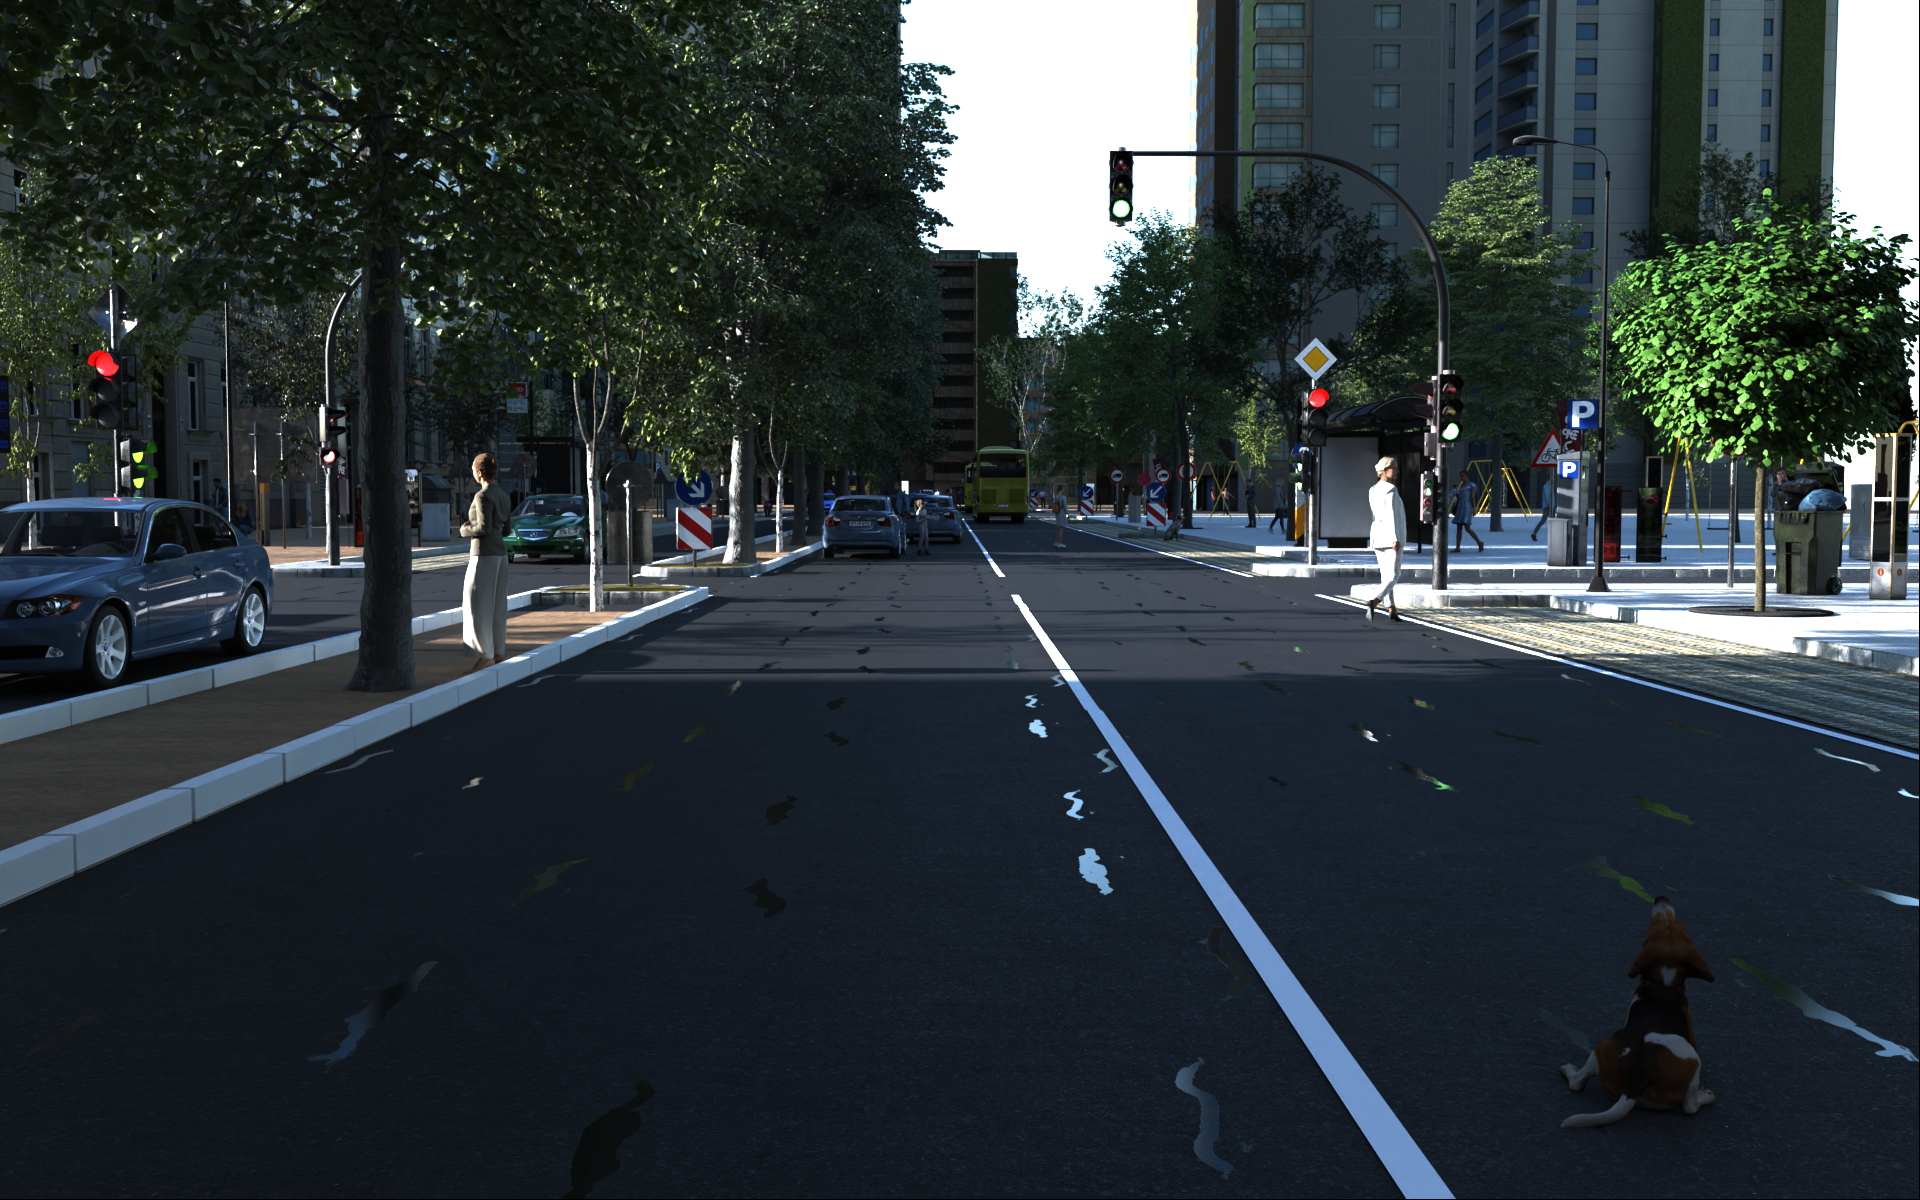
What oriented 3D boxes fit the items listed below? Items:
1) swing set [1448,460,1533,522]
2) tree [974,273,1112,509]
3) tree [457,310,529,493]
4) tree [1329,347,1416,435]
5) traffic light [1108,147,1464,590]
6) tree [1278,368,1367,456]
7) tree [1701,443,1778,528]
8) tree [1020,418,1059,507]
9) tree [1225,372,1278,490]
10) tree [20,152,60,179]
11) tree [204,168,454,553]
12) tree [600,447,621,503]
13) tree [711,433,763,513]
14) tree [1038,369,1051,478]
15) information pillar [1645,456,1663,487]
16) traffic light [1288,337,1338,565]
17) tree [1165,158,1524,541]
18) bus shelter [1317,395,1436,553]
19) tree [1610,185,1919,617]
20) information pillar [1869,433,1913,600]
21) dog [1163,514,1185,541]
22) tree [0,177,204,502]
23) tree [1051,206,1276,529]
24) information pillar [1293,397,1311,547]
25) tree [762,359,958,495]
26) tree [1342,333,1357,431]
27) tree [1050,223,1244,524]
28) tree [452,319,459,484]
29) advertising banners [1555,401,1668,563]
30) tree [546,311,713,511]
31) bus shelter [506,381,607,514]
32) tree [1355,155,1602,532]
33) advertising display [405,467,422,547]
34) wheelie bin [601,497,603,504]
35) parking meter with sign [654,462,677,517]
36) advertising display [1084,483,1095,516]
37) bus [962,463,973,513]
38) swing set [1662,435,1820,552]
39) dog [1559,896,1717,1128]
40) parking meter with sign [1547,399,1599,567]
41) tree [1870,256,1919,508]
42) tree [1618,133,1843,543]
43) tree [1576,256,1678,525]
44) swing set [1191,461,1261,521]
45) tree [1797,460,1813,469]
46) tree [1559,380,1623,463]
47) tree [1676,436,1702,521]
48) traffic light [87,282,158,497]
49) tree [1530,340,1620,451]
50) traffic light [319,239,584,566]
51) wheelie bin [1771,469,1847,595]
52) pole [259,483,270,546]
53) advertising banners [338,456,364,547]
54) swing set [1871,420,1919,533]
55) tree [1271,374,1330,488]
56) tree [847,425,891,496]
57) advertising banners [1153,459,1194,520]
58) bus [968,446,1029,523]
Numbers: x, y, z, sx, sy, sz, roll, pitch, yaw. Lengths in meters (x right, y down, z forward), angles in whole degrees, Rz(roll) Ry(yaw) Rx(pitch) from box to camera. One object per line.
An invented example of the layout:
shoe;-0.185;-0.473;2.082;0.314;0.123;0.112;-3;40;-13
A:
swing set;24.291;-5.027;79.813;2.862;2.851;3.119;-1;4;-8
tree;7.294;-17.863;147.945;12.611;20.169;13.585;0;3;0
tree;-19.314;-7.276;69.327;4.360;8.622;3.978;0;3;0
tree;19.231;-7.854;78.770;4.360;8.622;3.978;0;3;0
traffic light;4.319;-2.956;22.993;4.771;5.953;1.251;0;4;0
tree;19.933;-8.691;92.454;4.737;8.622;4.395;0;3;0
tree;30.464;-6.974;64.391;4.360;8.622;3.978;0;3;0
tree;7.897;-13.277;167.441;4.737;8.622;4.395;0;3;0
tree;17.616;-9.348;103.207;4.737;8.622;4.395;0;3;0
tree;-19.655;-5.236;35.975;4.737;8.622;4.395;0;3;0
tree;-13.978;-5.332;37.544;4.360;8.622;3.978;0;3;0
tree;-14.504;-4.698;71.410;1.663;3.219;1.824;0;3;0
tree;-13.998;-11.699;117.032;9.928;11.665;9.643;0;3;0
tree;9.171;-12.759;126.735;7.486;12.596;7.792;0;3;0
information pillar;13.501;-1.788;33.721;0.304;2.012;0.304;1;4;19
traffic light;6.343;-2.582;31.136;0.839;4.253;0.868;0;4;0
tree;9.347;-6.907;47.346;7.601;10.594;8.767;-3;5;-40
bus shelter;9.254;-2.719;38.380;2.014;3.302;5.546;0;4;0
tree;8.726;-2.134;18.612;4.285;4.588;4.351;0;3;0
information pillar;11.320;-1.014;21.073;0.304;2.012;0.304;-2;4;-26
dog;6.401;-2.197;52.758;0.800;0.831;0.513;3;5;39
tree;-20.680;-5.659;42.882;4.737;8.622;4.395;0;3;0
tree;8.227;-8.426;63.522;9.928;11.665;9.643;0;3;0
information pillar;8.388;-3.102;42.078;0.504;3.616;0.183;0;4;-6
tree;-4.885;-10.136;85.192;9.611;12.733;9.660;0;3;0
tree;25.398;-11.203;101.298;7.486;12.596;7.792;0;3;0
tree;8.904;-9.478;73.089;7.486;12.596;7.792;0;3;0
tree;-20.446;-6.833;62.085;4.360;8.622;3.978;0;3;0
advertising banners;12.186;-2.218;32.450;2.074;3.025;0.090;0;4;6
tree;-14.508;-8.750;77.480;8.767;10.594;7.601;0;4;-2
bus shelter;-15.083;-5.308;64.423;2.179;5.291;8.768;0;4;-1
tree;17.945;-8.616;58.993;7.486;12.596;7.792;0;3;0
advertising display;-13.560;-2.260;42.171;0.974;1.923;0.123;1;4;15
wheelie bin;-14.813;-3.765;69.461;0.980;1.594;0.693;-1;4;-10
parking meter with sign;-15.920;-6.051;95.198;1.738;3.016;0.543;1;4;22
advertising display;7.649;-5.935;102.255;0.123;1.923;0.974;3;4;36
bus;1.589;-8.622;132.517;2.896;3.916;12.252;0;3;0
swing set;17.920;-2.545;39.235;3.119;2.851;2.862;0;4;4
dog;1.621;0.976;4.242;0.748;0.427;0.550;-1;4;-22
parking meter with sign;11.005;-2.135;31.170;0.543;3.016;1.738;2;4;32
tree;57.126;-11.711;93.291;18.604;14.587;13.155;-2;4;-29
tree;20.183;-6.799;45.579;7.601;10.594;8.767;0;4;1
tree;29.430;-8.975;72.497;9.928;11.665;9.643;0;3;0
swing set;12.642;-5.253;83.506;2.862;2.851;3.119;-1;4;-20
tree;26.296;-6.434;55.552;4.737;8.622;4.395;0;3;0
tree;35.169;-9.025;97.926;4.737;8.622;4.395;0;3;0
tree;34.957;-8.076;82.408;4.360;8.622;3.978;0;3;0
traffic light;-11.151;-2.084;22.989;0.839;4.253;0.868;0;4;0
tree;28.774;-7.990;80.998;4.360;8.622;3.978;0;3;0
traffic light;-9.126;-3.447;31.027;4.771;5.953;1.251;0;4;0
wheelie bin;10.857;-0.871;22.142;0.693;1.594;0.980;-2;4;-29
pole;-17.130;-2.983;42.621;0.158;3.312;0.155;0;3;0
advertising banners;-14.480;-2.789;41.794;0.090;3.025;2.074;1;4;14
swing set;20.170;-2.347;35.998;2.862;2.851;3.119;1;4;9
tree;17.906;-8.327;86.507;4.360;8.622;3.978;0;3;0
tree;-4.957;-7.639;77.712;4.737;8.622;4.395;0;3;0
advertising banners;10.640;-5.518;86.409;2.074;3.025;0.090;1;4;12
bus;1.963;-5.938;88.631;2.896;3.916;12.252;0;4;-1
